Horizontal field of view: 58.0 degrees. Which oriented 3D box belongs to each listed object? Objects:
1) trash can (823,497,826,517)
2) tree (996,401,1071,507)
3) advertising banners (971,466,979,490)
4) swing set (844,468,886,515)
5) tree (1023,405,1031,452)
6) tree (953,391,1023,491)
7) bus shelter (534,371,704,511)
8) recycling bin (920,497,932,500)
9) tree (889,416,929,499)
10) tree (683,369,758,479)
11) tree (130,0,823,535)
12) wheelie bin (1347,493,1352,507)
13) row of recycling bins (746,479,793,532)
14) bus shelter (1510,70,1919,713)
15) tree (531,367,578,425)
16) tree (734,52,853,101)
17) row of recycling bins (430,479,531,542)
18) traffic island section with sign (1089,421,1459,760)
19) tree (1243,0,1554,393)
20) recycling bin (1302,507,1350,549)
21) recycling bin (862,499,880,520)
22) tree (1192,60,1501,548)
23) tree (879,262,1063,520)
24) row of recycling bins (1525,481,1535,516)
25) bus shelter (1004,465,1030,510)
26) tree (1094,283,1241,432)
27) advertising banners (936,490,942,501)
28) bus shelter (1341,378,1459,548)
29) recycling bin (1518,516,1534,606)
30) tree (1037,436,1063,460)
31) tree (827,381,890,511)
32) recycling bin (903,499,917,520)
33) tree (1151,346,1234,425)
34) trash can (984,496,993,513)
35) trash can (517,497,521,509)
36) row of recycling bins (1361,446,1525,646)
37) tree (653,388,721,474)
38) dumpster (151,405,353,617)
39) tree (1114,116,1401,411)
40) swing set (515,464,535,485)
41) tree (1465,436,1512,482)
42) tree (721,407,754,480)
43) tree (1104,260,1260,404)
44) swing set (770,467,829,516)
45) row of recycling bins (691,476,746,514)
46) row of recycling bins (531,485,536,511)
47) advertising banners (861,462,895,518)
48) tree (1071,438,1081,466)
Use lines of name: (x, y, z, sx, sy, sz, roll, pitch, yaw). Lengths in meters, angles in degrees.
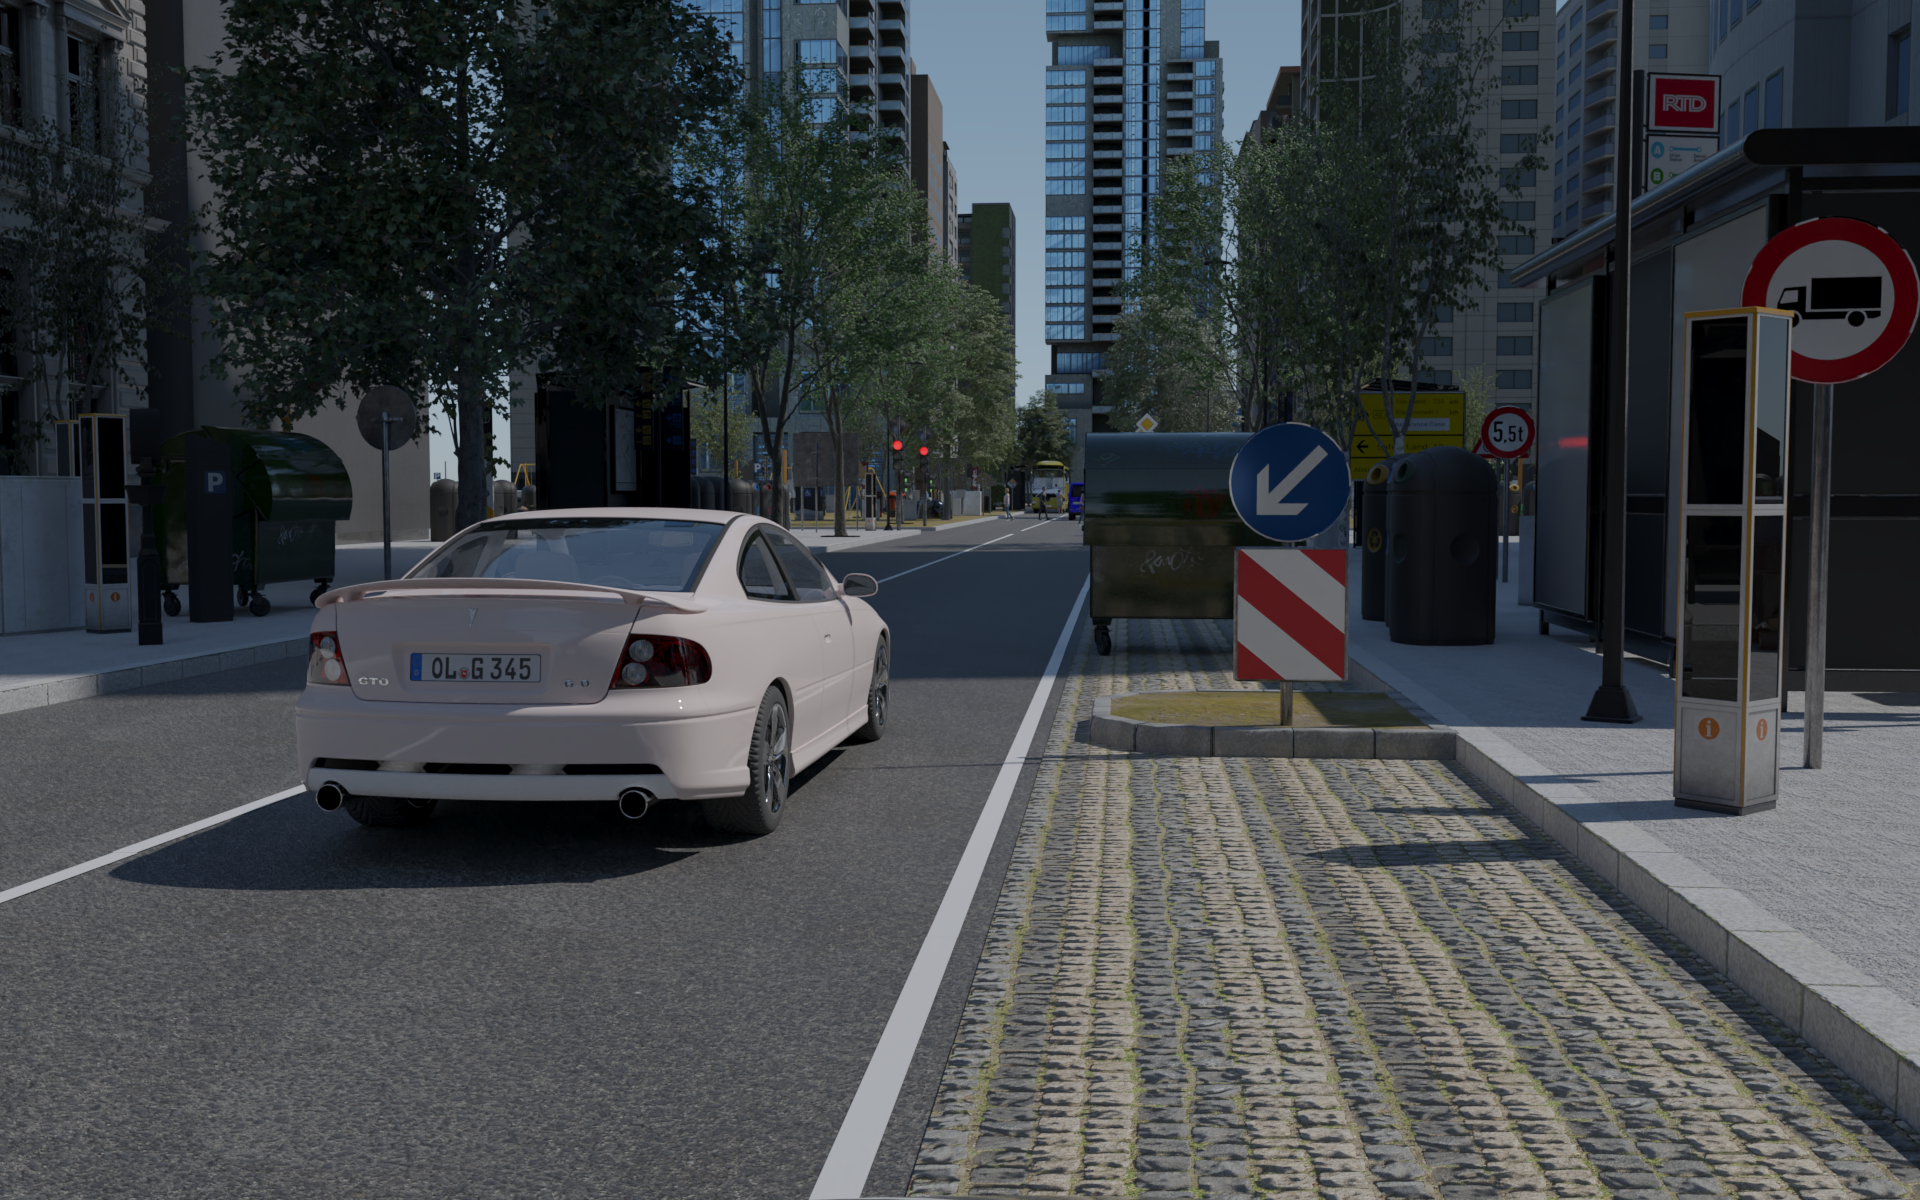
trash can: (-7.736, -5.130, 95.528, 0.748, 1.137, 0.748, 0, 3, 0)
tree: (6.594, -14.663, 174.160, 7.601, 10.594, 8.767, 1, 4, 11)
advertising banners: (0.215, -6.920, 109.336, 2.074, 3.025, 0.090, 1, 4, 13)
swing set: (-5.570, -6.407, 102.368, 2.862, 2.851, 3.119, 1, 4, 11)
tree: (3.406, -11.134, 132.399, 4.737, 8.622, 4.395, 0, 3, 0)
tree: (1.453, -9.960, 113.216, 4.737, 8.622, 4.395, 0, 3, 0)
bus shelter: (-6.573, -2.629, 34.274, 1.731, 3.624, 6.357, 0, 4, 6)
recycling bin: (-2.557, -7.244, 130.998, 0.722, 1.027, 0.722, 1, 4, 17)
tree: (-3.959, -11.622, 140.388, 4.737, 8.622, 4.395, 0, 3, 0)
tree: (-12.754, -8.672, 92.145, 4.737, 8.622, 4.395, 0, 3, 0)
tree: (-7.141, -6.614, 25.145, 9.611, 12.733, 9.660, 0, 3, 0)
wheelie bin: (12.833, -3.102, 58.619, 0.980, 1.594, 0.693, -2, 4, -33)
row of recycling bins: (-5.866, -2.554, 48.863, 1.069, 1.692, 3.534, 1, 4, 14)
bus shelter: (5.961, -2.236, 14.189, 2.179, 5.291, 8.768, 0, 4, 5)
tree: (-21.042, -8.837, 94.842, 4.360, 8.622, 3.978, 0, 3, 0)
tree: (-4.600, -7.122, 42.198, 9.928, 11.665, 9.643, 0, 3, 0)
row of recycling bins: (-13.364, -2.494, 47.897, 1.069, 1.692, 3.534, 1, 4, 18)
traffic island section with sign: (1.776, -0.101, 10.288, 1.989, 1.847, 2.006, 0, 4, 5)
tree: (5.645, -4.405, 22.391, 4.360, 8.622, 3.978, 0, 3, 0)
recycling bin: (7.026, -1.269, 33.294, 0.722, 1.027, 0.722, -1, 4, -9)
recycling bin: (-4.497, -4.577, 87.385, 0.722, 1.027, 0.722, -1, 4, -22)
tree: (6.524, -4.860, 29.827, 4.737, 8.622, 4.395, 0, 3, 0)
tree: (-0.477, -10.218, 85.189, 7.486, 12.596, 7.792, 0, 3, 0)
row of recycling bins: (18.086, -2.810, 53.064, 3.534, 1.692, 1.069, 0, 4, 6)
bus shelter: (4.648, -9.150, 140.879, 1.731, 3.624, 6.357, 0, 4, 5)
tree: (12.806, -12.087, 104.274, 9.857, 13.997, 8.962, 0, 3, 0)
advertising banners: (-0.863, -8.277, 131.515, 2.074, 3.025, 0.090, 1, 4, 15)
bus shelter: (9.532, -2.854, 37.952, 1.731, 3.624, 6.357, 0, 4, 6)
recycling bin: (6.918, -0.448, 19.877, 0.722, 1.027, 0.722, -2, 4, -33)
tree: (10.228, -15.270, 200.020, 4.360, 8.622, 3.978, 0, 3, 0)
tree: (-6.274, -9.836, 111.186, 4.360, 8.622, 3.978, 0, 3, 0)
recycling bin: (-2.524, -4.409, 84.638, 0.722, 1.027, 0.722, -1, 4, -10)
tree: (11.463, -8.273, 85.622, 4.360, 8.622, 3.978, 0, 3, 0)
trash can: (2.262, -7.492, 134.145, 0.748, 1.137, 0.748, 0, 3, 0)
trash can: (-21.767, -4.534, 85.780, 0.748, 1.137, 0.748, 0, 3, 0)
row of recycling bins: (4.401, -0.560, 16.273, 1.069, 1.692, 3.534, 1, 4, 8)
tree: (-17.202, -9.582, 107.033, 4.360, 8.622, 3.978, 0, 3, 0)
dumpster: (-7.737, -0.999, 18.829, 1.502, 2.255, 1.985, 0, 4, 5)
tree: (8.134, -7.463, 47.777, 9.928, 11.665, 9.643, 0, 3, 0)
swing set: (-21.769, -5.657, 90.105, 3.119, 2.851, 2.862, 2, 4, 26)
tree: (16.522, -3.719, 55.415, 1.663, 3.219, 1.824, 0, 3, 0)
tree: (-18.333, -11.517, 138.670, 4.360, 8.622, 3.978, 0, 3, 0)
tree: (17.486, -17.194, 137.017, 12.611, 20.169, 13.585, 0, 3, 0)
swing set: (-9.756, -6.374, 101.841, 3.119, 2.851, 2.862, 3, 4, 36)
row of recycling bins: (-5.919, -1.978, 39.450, 1.069, 1.692, 3.534, 0, 4, 7)
row of recycling bins: (-18.492, -4.446, 79.798, 3.534, 1.692, 1.069, -3, 5, -42)
advertising banners: (-4.481, -6.024, 94.679, 2.074, 3.025, 0.090, 0, 4, 4)
tree: (10.304, -16.663, 206.859, 8.767, 10.594, 7.601, 0, 4, 6)
